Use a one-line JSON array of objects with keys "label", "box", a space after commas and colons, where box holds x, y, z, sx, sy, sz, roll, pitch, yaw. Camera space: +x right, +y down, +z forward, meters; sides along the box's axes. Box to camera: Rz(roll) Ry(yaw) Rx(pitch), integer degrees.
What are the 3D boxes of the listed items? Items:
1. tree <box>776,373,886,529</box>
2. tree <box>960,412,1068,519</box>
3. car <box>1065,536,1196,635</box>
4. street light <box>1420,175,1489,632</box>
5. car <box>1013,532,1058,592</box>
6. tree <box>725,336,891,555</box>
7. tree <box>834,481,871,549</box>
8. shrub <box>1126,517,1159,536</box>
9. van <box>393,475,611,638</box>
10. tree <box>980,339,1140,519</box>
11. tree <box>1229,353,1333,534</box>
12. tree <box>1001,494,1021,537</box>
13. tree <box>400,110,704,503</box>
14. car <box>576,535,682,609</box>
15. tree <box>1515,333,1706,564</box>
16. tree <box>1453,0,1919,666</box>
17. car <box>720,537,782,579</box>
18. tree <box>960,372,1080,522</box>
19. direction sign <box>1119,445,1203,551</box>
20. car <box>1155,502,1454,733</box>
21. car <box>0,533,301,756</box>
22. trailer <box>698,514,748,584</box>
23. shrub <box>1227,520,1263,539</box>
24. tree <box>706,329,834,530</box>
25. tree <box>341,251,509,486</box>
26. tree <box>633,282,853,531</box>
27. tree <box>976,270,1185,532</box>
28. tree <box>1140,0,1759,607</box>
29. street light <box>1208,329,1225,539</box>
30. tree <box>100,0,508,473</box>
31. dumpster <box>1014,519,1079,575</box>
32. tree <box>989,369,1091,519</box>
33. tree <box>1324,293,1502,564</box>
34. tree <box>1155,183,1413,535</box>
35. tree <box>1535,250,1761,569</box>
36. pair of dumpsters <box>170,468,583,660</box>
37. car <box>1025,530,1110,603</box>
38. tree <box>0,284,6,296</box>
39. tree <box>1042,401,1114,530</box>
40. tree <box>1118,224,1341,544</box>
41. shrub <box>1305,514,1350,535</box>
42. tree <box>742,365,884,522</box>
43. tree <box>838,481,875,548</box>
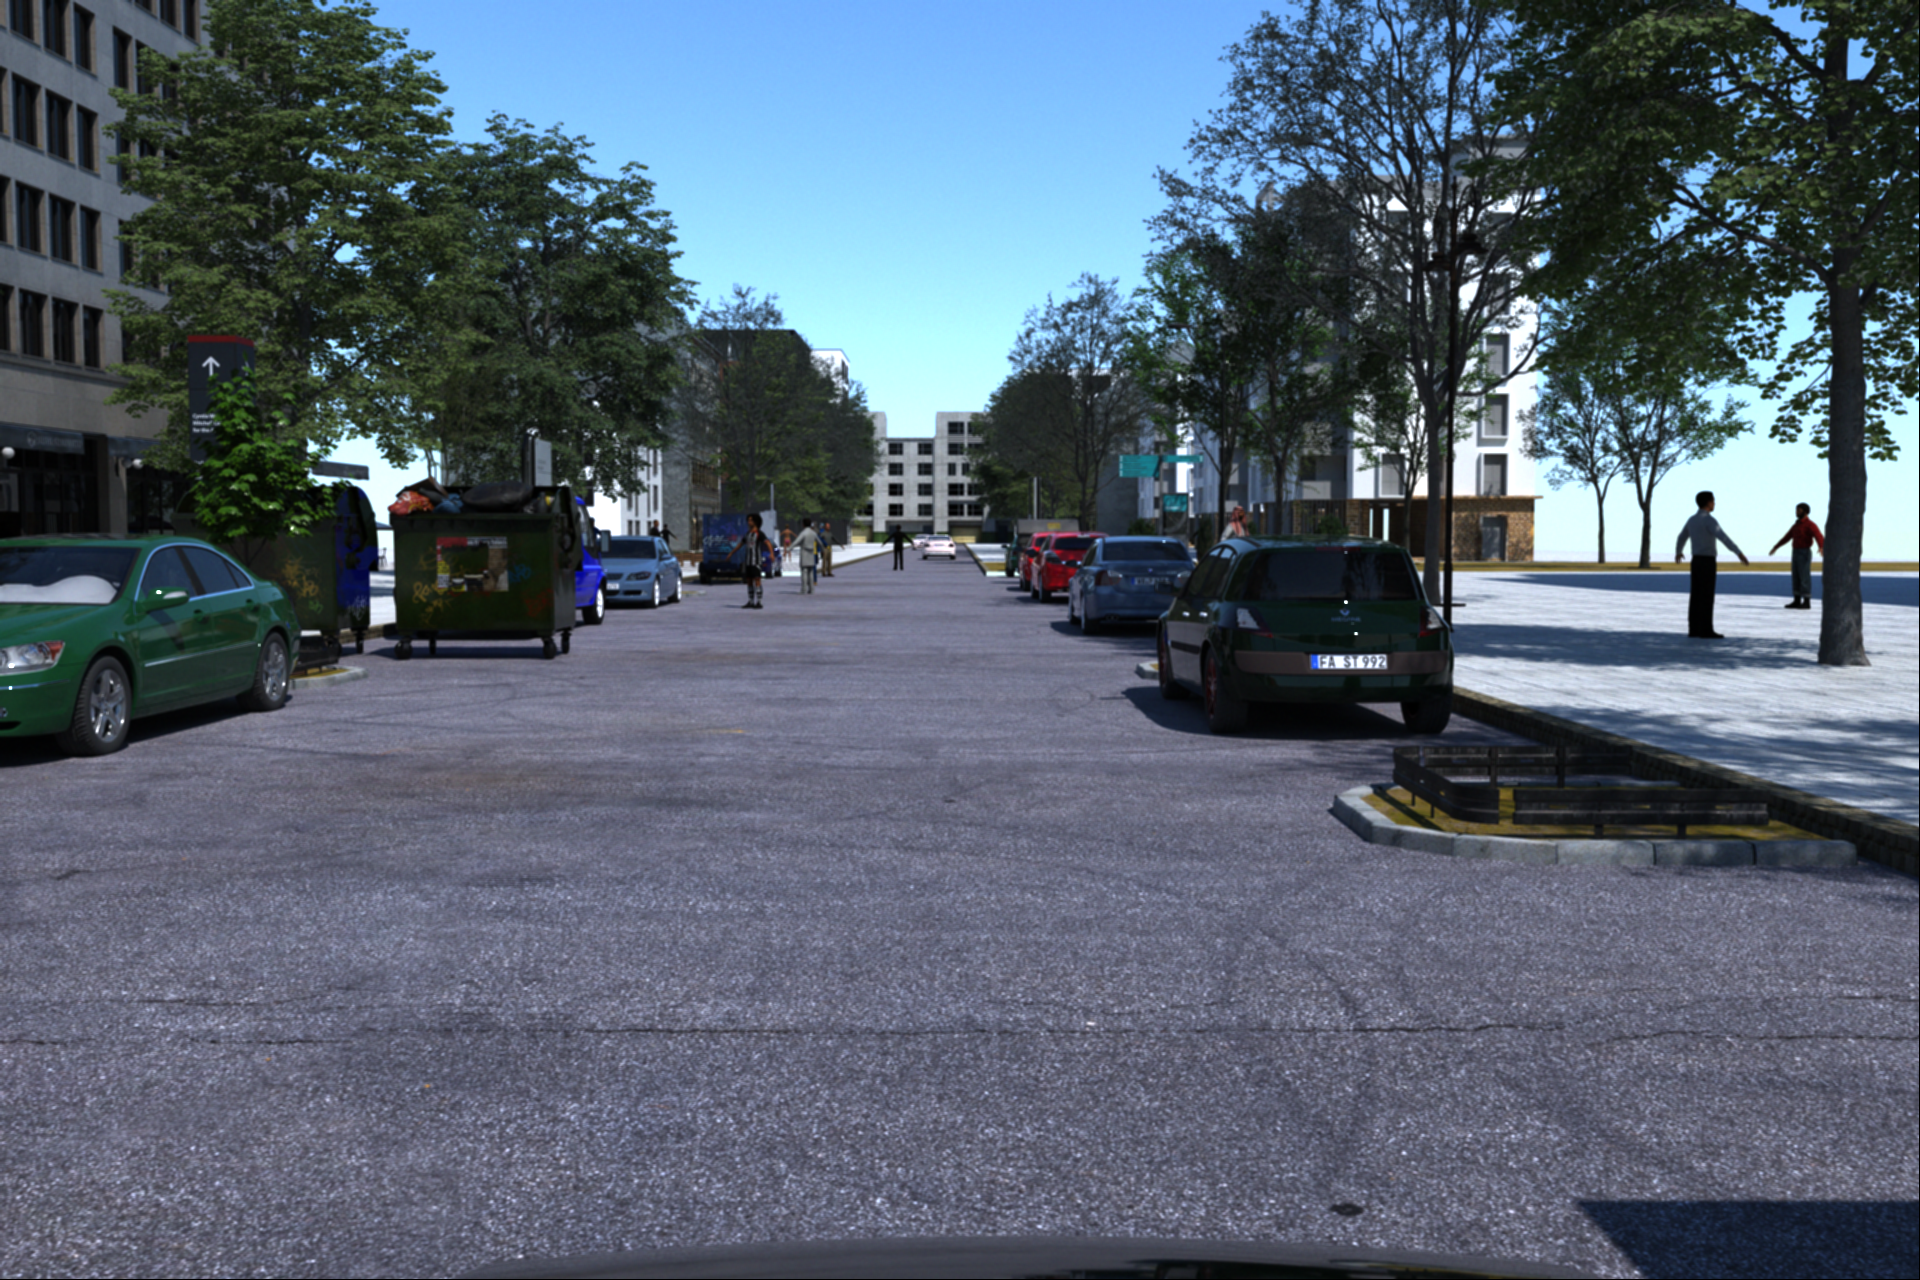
[{"label": "tree", "box": [-10.338, -13.832, 132.815, 9.857, 13.997, 8.962, 0, 3, 0]}, {"label": "tree", "box": [5.215, -14.427, 146.255, 12.009, 13.543, 11.850, 0, 3, 0]}, {"label": "car", "box": [2.608, -0.856, 25.994, 2.014, 1.417, 4.499, 0, 4, 0]}, {"label": "street light", "box": [6.379, -3.041, 22.509, 0.468, 5.910, 1.993, 0, 3, 0]}, {"label": "car", "box": [2.463, -2.171, 44.537, 2.155, 1.783, 4.494, 0, 4, 0]}, {"label": "tree", "box": [-9.868, -12.118, 108.505, 12.009, 13.543, 11.850, 0, 3, 0]}, {"label": "tree", "box": [-9.654, -12.397, 153.058, 4.737, 8.622, 4.395, 0, 3, 0]}, {"label": "shrub", "box": [7.338, -4.006, 69.925, 1.690, 2.028, 1.600, 0, 3, 0]}, {"label": "van", "box": [-6.600, -1.298, 25.613, 2.240, 2.365, 5.245, 0, 3, 0]}, {"label": "tree", "box": [5.815, -12.003, 106.620, 12.009, 13.543, 11.850, 0, 3, 0]}, {"label": "tree", "box": [12.502, -7.142, 67.141, 4.360, 8.622, 3.978, 0, 3, 0]}, {"label": "tree", "box": [4.789, -12.633, 156.911, 4.360, 8.622, 3.978, 0, 3, 0]}, {"label": "tree", "box": [-12.428, -8.903, 52.223, 9.857, 13.997, 8.962, 0, 3, 0]}, {"label": "car", "box": [-6.697, -1.395, 34.809, 2.014, 1.417, 4.499, 0, 4, 0]}, {"label": "tree", "box": [28.149, -8.624, 75.408, 8.767, 10.594, 7.601, 2, 4, 30]}, {"label": "tree", "box": [8.310, -6.015, 16.466, 7.486, 12.596, 7.792, 0, 3, 0]}, {"label": "car", "box": [-6.857, -2.715, 56.971, 1.945, 1.354, 3.894, 0, 4, 0]}, {"label": "tree", "box": [4.990, -13.791, 132.139, 9.857, 13.997, 8.962, 0, 3, 0]}, {"label": "direction sign", "box": [6.058, -3.849, 51.689, 2.525, 3.948, 1.411, 0, 3, 0]}, {"label": "car", "box": [2.625, -0.249, 13.853, 2.009, 1.686, 4.222, 0, 4, -1]}, {"label": "car", "box": [-6.437, -0.053, 12.668, 2.131, 1.459, 4.920, 0, 4, -1]}, {"label": "trailer", "box": [-6.719, -2.577, 49.187, 1.471, 1.999, 3.904, 0, 4, 0]}, {"label": "shrub", "box": [11.605, -4.063, 70.852, 1.690, 2.028, 1.600, 0, 3, 0]}, {"label": "tree", "box": [-10.763, -10.906, 96.446, 7.486, 12.596, 7.792, 0, 3, 0]}, {"label": "tree", "box": [-12.864, -5.657, 42.862, 4.360, 8.622, 3.978, 0, 3, 0]}, {"label": "tree", "box": [-10.320, -10.614, 83.901, 12.009, 13.543, 11.850, 0, 3, 0]}, {"label": "tree", "box": [5.834, -10.367, 79.878, 12.009, 13.543, 11.850, 0, 3, 0]}, {"label": "tree", "box": [8.388, -7.336, 30.321, 12.009, 13.543, 11.850, 0, 3, 0]}, {"label": "street light", "box": [6.353, -4.022, 38.303, 1.470, 5.913, 1.316, 0, 4, -1]}, {"label": "tree", "box": [-12.685, -7.082, 33.922, 7.486, 12.596, 7.792, 0, 3, 0]}, {"label": "dumpster", "box": [2.533, -2.573, 50.292, 1.865, 1.857, 1.264, 0, 4, -1]}, {"label": "tree", "box": [5.324, -12.301, 119.256, 7.486, 12.596, 7.792, 0, 3, 0]}, {"label": "tree", "box": [19.110, -9.025, 73.311, 9.928, 11.665, 9.643, 0, 3, 0]}, {"label": "tree", "box": [8.641, -6.782, 45.306, 7.601, 10.594, 8.767, -2, 4, -30]}, {"label": "tree", "box": [25.212, -8.434, 63.645, 9.928, 11.665, 9.643, 0, 3, 0]}, {"label": "pair of dumpsters", "box": [-6.726, -0.929, 20.133, 4.436, 2.255, 1.574, 0, 4, 0]}, {"label": "car", "box": [2.507, -1.734, 37.383, 2.155, 1.783, 4.494, 0, 4, -1]}, {"label": "tree", "box": [-13.034, -5.029, 16.644, 7.601, 10.594, 8.767, 1, 4, 11]}, {"label": "tree", "box": [5.820, -8.841, 94.913, 4.360, 8.622, 3.978, 0, 3, 0]}, {"label": "tree", "box": [8.760, -8.015, 56.799, 9.928, 11.665, 9.643, 0, 3, 0]}, {"label": "shrub", "box": [13.359, -3.590, 62.743, 1.661, 2.075, 1.752, 0, 3, 0]}, {"label": "tree", "box": [-10.459, -12.910, 121.452, 12.009, 13.543, 11.850, 0, 3, 0]}, {"label": "tree", "box": [-10.101, -12.749, 158.807, 4.737, 8.622, 4.395, 0, 3, 0]}]
